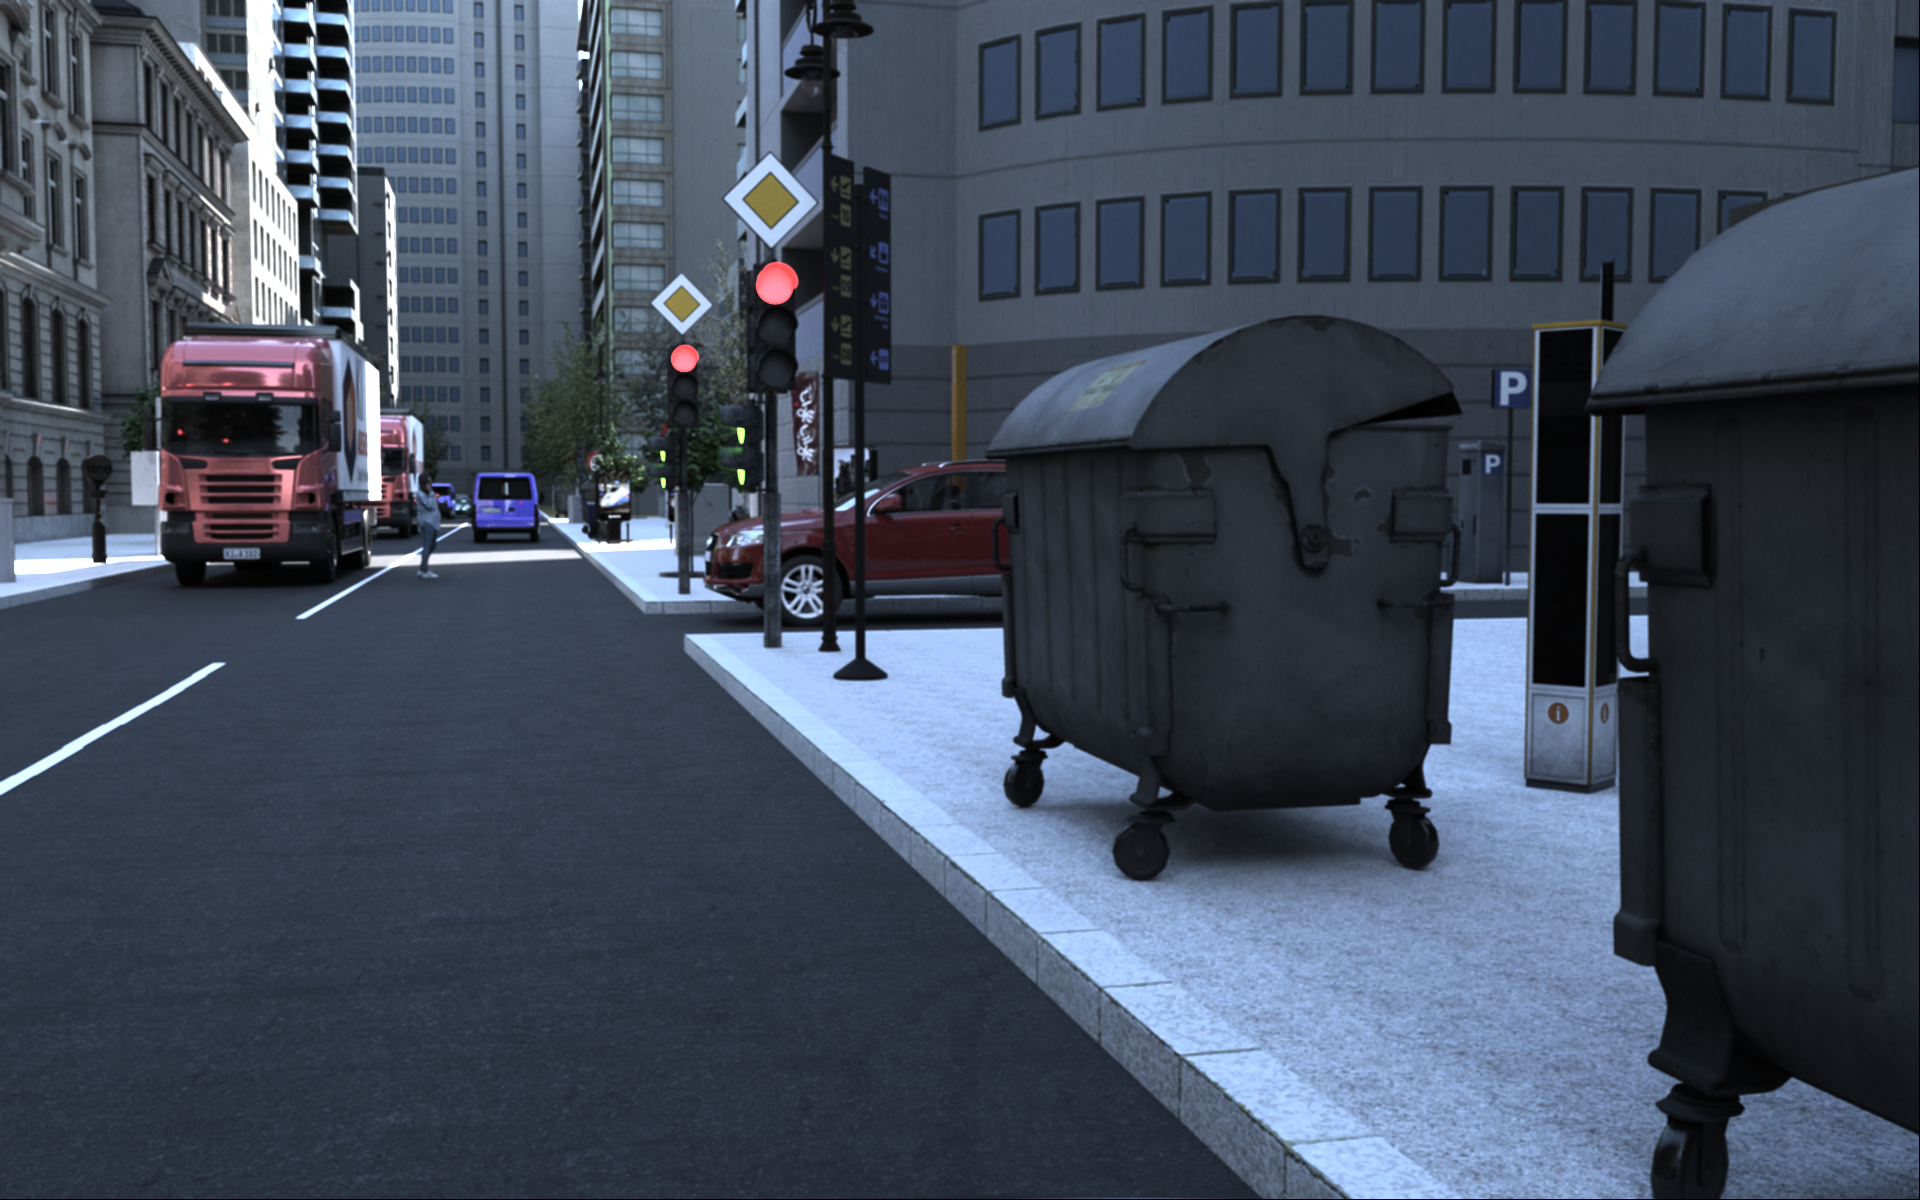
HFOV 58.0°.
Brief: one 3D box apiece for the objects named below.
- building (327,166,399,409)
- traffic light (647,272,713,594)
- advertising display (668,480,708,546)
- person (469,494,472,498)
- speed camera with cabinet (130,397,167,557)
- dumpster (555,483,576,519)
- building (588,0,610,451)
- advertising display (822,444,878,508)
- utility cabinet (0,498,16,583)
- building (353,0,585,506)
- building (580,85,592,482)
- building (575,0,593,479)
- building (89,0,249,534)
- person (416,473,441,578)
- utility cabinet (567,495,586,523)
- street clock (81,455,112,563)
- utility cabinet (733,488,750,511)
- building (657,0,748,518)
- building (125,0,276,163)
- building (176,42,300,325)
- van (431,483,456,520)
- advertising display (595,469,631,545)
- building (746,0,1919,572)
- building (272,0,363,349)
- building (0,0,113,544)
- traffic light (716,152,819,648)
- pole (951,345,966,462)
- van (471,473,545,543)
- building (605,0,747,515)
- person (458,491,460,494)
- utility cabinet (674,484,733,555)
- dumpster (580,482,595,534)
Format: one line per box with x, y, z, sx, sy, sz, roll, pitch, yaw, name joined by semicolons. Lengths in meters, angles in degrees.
-57.522;-23.382;153.989;14.107;30.474;14.160;-1;4;-14;building
-3.559;-2.031;22.128;0.839;4.253;0.868;-1;4;-14;traffic light
-6.712;-2.295;42.741;0.974;1.923;0.123;0;4;4;advertising display
-35.013;-7.117;125.002;1.348;1.807;0.705;0;4;-2;person
-16.587;-2.557;36.145;0.660;3.252;2.038;0;4;-2;speed camera with cabinet
-20.803;-5.254;91.658;1.264;1.857;1.865;-1;4;-14;dumpster
-16.423;-30.961;129.917;21.300;48.544;21.600;-1;4;-14;building
-1.445;-1.070;22.713;0.123;1.923;0.974;-3;5;-45;advertising display
-14.070;-0.831;24.754;0.306;1.237;1.020;2;4;25;utility cabinet
-55.264;-39.383;185.910;28.212;58.520;21.231;-1;4;-14;building
-33.772;-32.889;187.839;14.200;45.320;14.600;-1;4;-14;building
-22.671;-30.599;154.923;22.147;44.769;28.867;-1;4;-14;building
-32.749;-12.126;62.894;10.561;19.102;19.286;-1;4;-14;building
-9.137;-1.278;29.662;0.793;1.790;0.793;-3;4;-36;person
-16.869;-3.981;76.243;0.306;1.237;1.020;1;4;19;utility cabinet
-15.959;-1.682;32.069;0.358;2.002;0.471;3;5;41;street clock
-7.960;-3.360;63.619;0.318;1.500;1.173;1;4;21;utility cabinet
-2.285;-47.068;82.233;22.319;86.520;31.000;-1;4;-14;building
-53.286;-24.954;99.871;32.217;40.220;23.993;-1;4;-14;building
-37.449;-13.845;81.115;10.420;20.320;16.860;-1;4;-14;building
-29.801;-5.759;98.550;2.240;2.365;5.245;-1;4;-14;van
-8.820;-2.377;44.082;0.974;1.923;0.123;-3;5;-43;advertising display
10.464;-30.288;37.206;28.212;58.520;21.231;-1;4;-14;building
-55.286;-49.791;126.746;22.319;86.520;31.000;-1;4;-14;building
-27.590;-13.270;36.048;14.460;24.649;34.723;-1;4;-14;building
-1.587;-1.558;14.390;0.839;4.253;0.868;-1;4;-14;traffic light
-0.017;-1.834;23.822;0.158;3.312;0.155;0;3;0;pole
-13.807;-2.963;52.826;2.240;2.365;5.245;-1;4;-13;van
-15.709;-26.193;111.856;14.154;41.232;14.086;-1;4;-14;building
-43.701;-8.656;150.958;0.756;1.711;0.436;1;4;19;person
-5.387;-1.685;36.230;1.173;1.500;0.318;-3;5;-41;utility cabinet
-11.723;-3.105;56.532;1.264;1.857;1.865;-1;4;-14;dumpster
